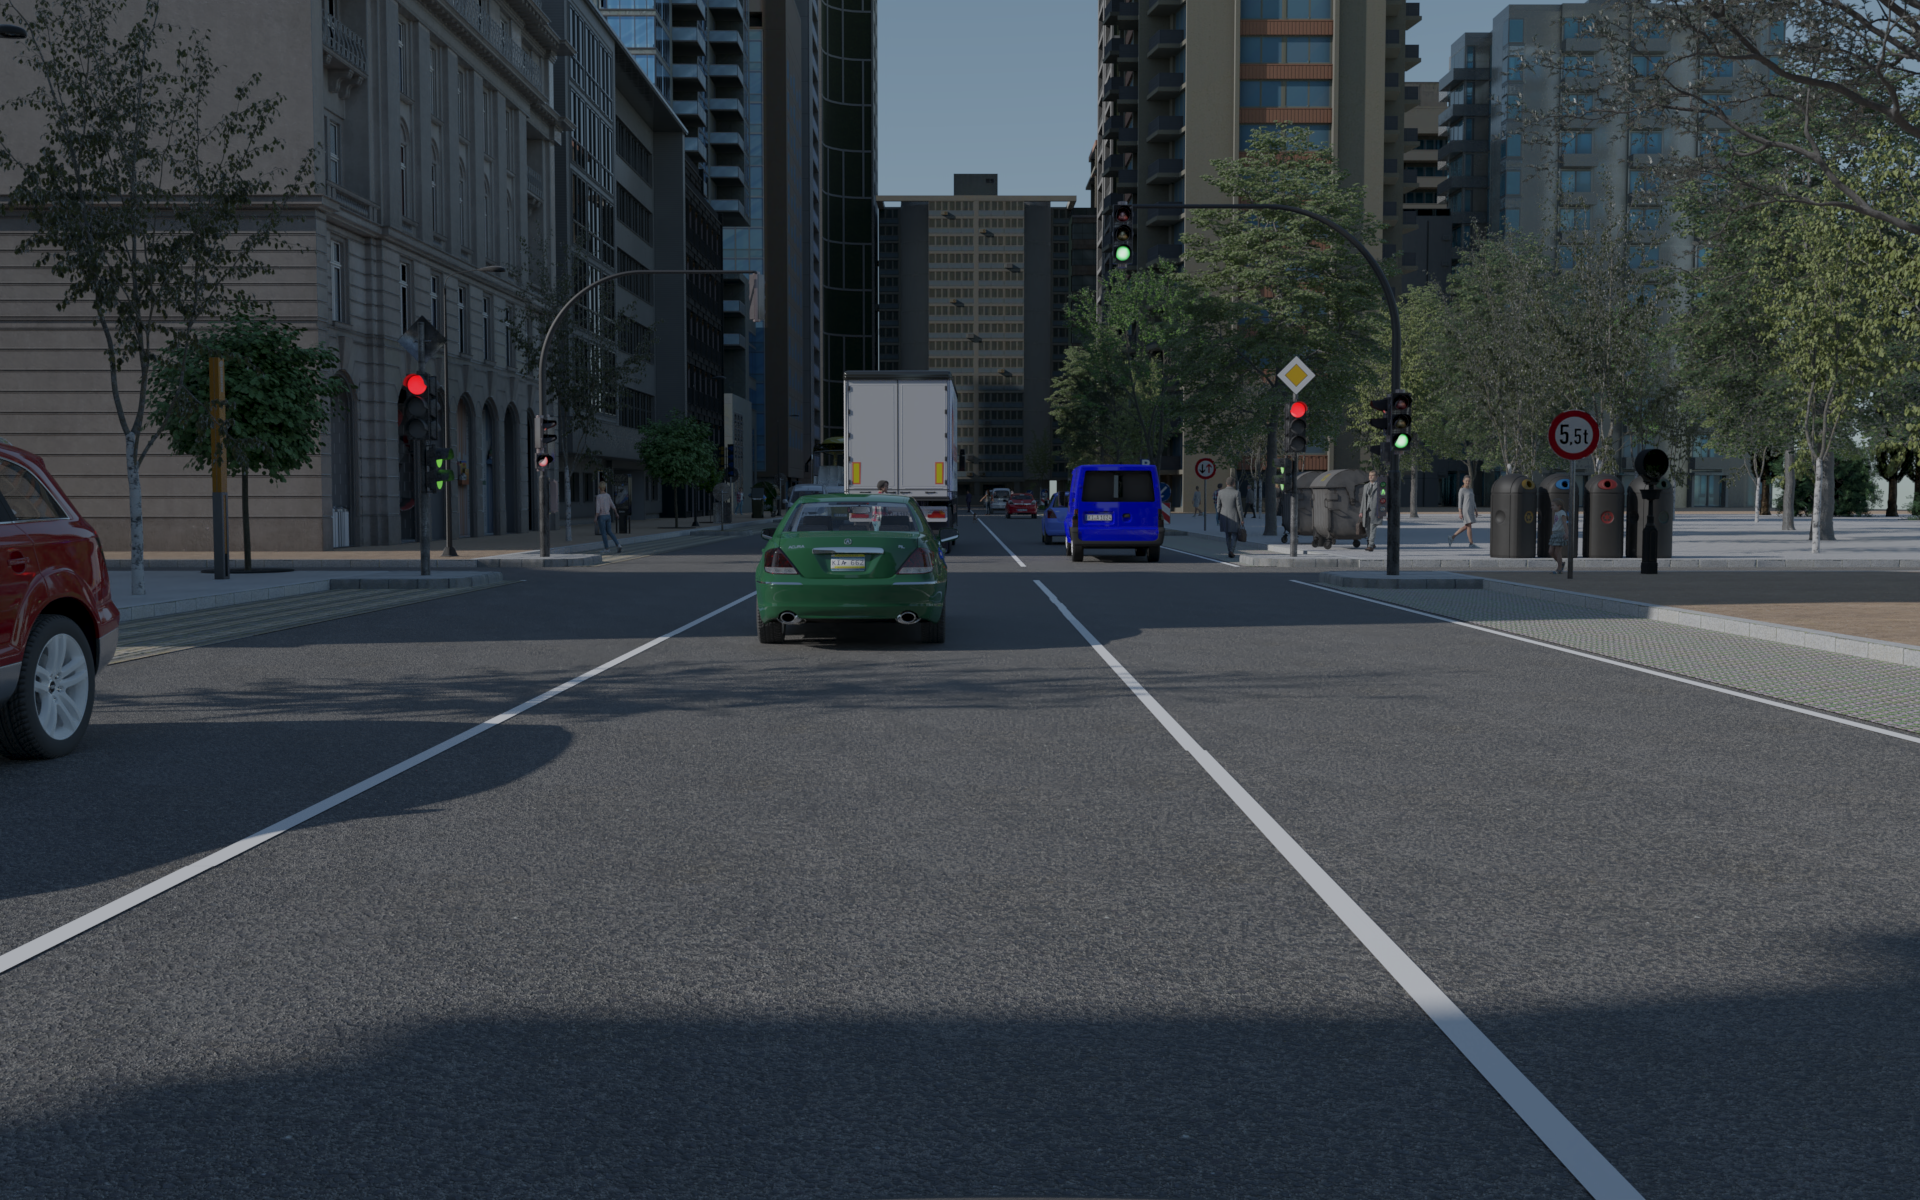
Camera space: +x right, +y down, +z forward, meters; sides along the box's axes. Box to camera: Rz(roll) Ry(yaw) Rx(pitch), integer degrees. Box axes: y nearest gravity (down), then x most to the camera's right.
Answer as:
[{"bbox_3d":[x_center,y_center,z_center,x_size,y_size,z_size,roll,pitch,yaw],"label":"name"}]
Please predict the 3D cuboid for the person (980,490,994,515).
[{"bbox_3d":[1.849,-6.592,117.002,1.217,1.735,0.721,-3,5,-42],"label":"person"}]

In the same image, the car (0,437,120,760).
[{"bbox_3d":[-5.859,0.048,7.888,2.281,1.827,5.304,0,4,-1],"label":"car"}]

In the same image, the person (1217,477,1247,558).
[{"bbox_3d":[6.098,-1.845,38.773,0.694,1.812,0.767,2,4,34],"label":"person"}]

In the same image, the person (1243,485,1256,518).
[{"bbox_3d":[15.373,-5.253,92.321,0.834,1.777,0.661,1,4,21],"label":"person"}]

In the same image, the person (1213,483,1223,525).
[{"bbox_3d":[10.569,-3.898,70.612,0.563,1.720,0.643,2,4,34],"label":"person"}]

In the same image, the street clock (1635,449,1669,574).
[{"bbox_3d":[11.071,-1.419,27.764,0.471,2.002,0.358,-1,4,-11],"label":"street clock"}]

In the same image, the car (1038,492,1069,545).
[{"bbox_3d":[3.240,-2.481,50.155,1.945,1.707,3.694,0,4,1],"label":"car"}]

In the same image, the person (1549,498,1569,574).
[{"bbox_3d":[9.633,-1.016,27.673,0.382,1.210,0.505,0,4,-5],"label":"person"}]

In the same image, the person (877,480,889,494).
[{"bbox_3d":[-1.692,-1.626,35.928,0.643,1.720,0.563,-1,4,-16],"label":"person"}]

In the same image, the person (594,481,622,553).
[{"bbox_3d":[-8.481,-2.009,42.024,0.598,1.740,0.731,1,4,18],"label":"person"}]

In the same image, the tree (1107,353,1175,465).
[{"bbox_3d":[9.654,-8.608,91.101,4.737,8.622,4.395,0,3,0],"label":"tree"}]

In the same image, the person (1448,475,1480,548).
[{"bbox_3d":[12.014,-2.107,41.239,0.760,1.731,0.466,1,4,21],"label":"person"}]

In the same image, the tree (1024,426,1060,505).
[{"bbox_3d":[8.767,-14.551,188.274,4.737,8.622,4.395,0,3,0],"label":"tree"}]

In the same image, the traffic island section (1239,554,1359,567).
[{"bbox_3d":[6.846,-0.804,35.426,2.009,0.180,2.903,0,4,0],"label":"traffic island section"}]

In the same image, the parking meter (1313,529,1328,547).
[{"bbox_3d":[8.795,-2.066,42.184,0.372,1.533,0.369,0,3,0],"label":"parking meter"}]

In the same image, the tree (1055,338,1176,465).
[{"bbox_3d":[9.054,-10.224,101.567,7.601,10.594,8.767,0,4,-1],"label":"tree"}]

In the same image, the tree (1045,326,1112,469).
[{"bbox_3d":[9.468,-12.055,115.231,7.486,12.596,7.792,0,3,0],"label":"tree"}]

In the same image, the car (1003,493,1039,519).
[{"bbox_3d":[3.605,-5.705,102.321,2.155,1.783,4.494,0,3,0],"label":"car"}]

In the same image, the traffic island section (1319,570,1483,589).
[{"bbox_3d":[6.868,-0.316,27.441,2.009,0.180,2.903,0,4,0],"label":"traffic island section"}]

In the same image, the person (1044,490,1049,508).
[{"bbox_3d":[6.263,-7.229,127.488,0.721,1.735,1.217,0,4,7],"label":"person"}]

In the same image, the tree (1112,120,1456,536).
[{"bbox_3d":[10.003,-8.253,53.056,7.486,12.596,7.792,0,3,0],"label":"tree"}]

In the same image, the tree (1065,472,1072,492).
[{"bbox_3d":[9.490,-8.883,139.841,1.663,3.219,1.824,0,3,0],"label":"tree"}]

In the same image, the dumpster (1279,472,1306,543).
[{"bbox_3d":[8.959,-2.361,44.364,1.264,1.857,1.865,0,3,0],"label":"dumpster"}]

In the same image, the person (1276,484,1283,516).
[{"bbox_3d":[12.925,-3.810,68.548,1.509,1.804,0.699,3,4,37],"label":"person"}]

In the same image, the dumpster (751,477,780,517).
[{"bbox_3d":[-10.762,-5.692,95.555,1.502,2.255,1.985,0,3,0],"label":"dumpster"}]

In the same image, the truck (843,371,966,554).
[{"bbox_3d":[-1.331,-3.428,44.960,2.839,4.237,11.283,0,4,1],"label":"truck"}]

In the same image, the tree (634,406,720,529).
[{"bbox_3d":[-10.602,-4.972,65.009,4.285,4.588,4.351,0,3,0],"label":"tree"}]

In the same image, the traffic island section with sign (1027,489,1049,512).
[{"bbox_3d":[6.580,-7.863,137.180,1.989,1.847,2.006,0,4,0],"label":"traffic island section with sign"}]

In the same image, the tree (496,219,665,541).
[{"bbox_3d":[-10.484,-5.913,47.045,4.360,8.622,3.978,0,3,0],"label":"tree"}]

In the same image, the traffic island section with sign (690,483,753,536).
[{"bbox_3d":[-8.233,-3.142,60.000,1.989,1.847,2.006,0,4,0],"label":"traffic island section with sign"}]

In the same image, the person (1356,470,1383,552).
[{"bbox_3d":[9.197,-1.996,38.785,0.767,1.812,0.694,-3,5,-45],"label":"person"}]

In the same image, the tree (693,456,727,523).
[{"bbox_3d":[-11.165,-5.011,76.524,1.663,3.219,1.824,0,3,0],"label":"tree"}]

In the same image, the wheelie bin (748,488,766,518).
[{"bbox_3d":[-10.695,-5.106,91.398,0.980,1.594,0.693,0,4,-1],"label":"wheelie bin"}]

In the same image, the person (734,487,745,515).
[{"bbox_3d":[-13.544,-6.095,106.531,0.643,1.720,0.563,3,4,38],"label":"person"}]

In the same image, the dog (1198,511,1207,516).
[{"bbox_3d":[14.346,-5.173,102.319,0.748,0.427,0.550,-1,4,-8],"label":"dog"}]

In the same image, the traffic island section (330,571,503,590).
[{"bbox_3d":[-8.473,-0.313,27.403,2.009,0.180,2.903,0,4,0],"label":"traffic island section"}]

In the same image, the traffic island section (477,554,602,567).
[{"bbox_3d":[-8.495,-0.802,35.388,2.009,0.180,2.903,0,4,0],"label":"traffic island section"}]

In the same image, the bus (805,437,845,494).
[{"bbox_3d":[-4.917,-5.279,77.854,2.896,3.916,12.252,0,4,1],"label":"bus"}]

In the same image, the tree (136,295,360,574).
[{"bbox_3d":[-11.678,-2.739,28.494,4.285,4.588,4.351,0,3,0],"label":"tree"}]

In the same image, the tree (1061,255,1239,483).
[{"bbox_3d":[8.652,-9.252,77.034,9.928,11.665,9.643,0,3,0],"label":"tree"}]

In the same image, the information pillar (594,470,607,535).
[{"bbox_3d":[-11.194,-3.025,53.955,0.304,2.012,0.304,-3,4,-38],"label":"information pillar"}]

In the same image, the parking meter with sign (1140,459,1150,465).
[{"bbox_3d":[9.174,-5.547,86.949,0.543,3.016,1.738,0,4,-3],"label":"parking meter with sign"}]

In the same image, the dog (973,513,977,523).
[{"bbox_3d":[0.745,-4.082,86.030,0.406,0.507,0.540,-3,4,-37],"label":"dog"}]

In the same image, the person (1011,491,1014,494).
[{"bbox_3d":[5.075,-9.665,167.192,0.621,1.740,0.551,0,4,2],"label":"person"}]

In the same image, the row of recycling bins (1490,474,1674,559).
[{"bbox_3d":[12.470,-1.696,34.836,3.534,1.692,1.069,0,4,2],"label":"row of recycling bins"}]

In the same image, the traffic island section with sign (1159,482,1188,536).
[{"bbox_3d":[6.776,-3.144,60.025,1.989,1.847,2.006,0,4,0],"label":"traffic island section with sign"}]

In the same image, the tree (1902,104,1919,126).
[{"bbox_3d":[14.272,-4.498,23.906,4.737,8.622,4.395,0,3,0],"label":"tree"}]

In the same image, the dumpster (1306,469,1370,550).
[{"bbox_3d":[9.003,-2.134,40.653,1.264,1.857,1.865,0,4,0],"label":"dumpster"}]

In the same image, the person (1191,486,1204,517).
[{"bbox_3d":[13.190,-5.456,95.991,0.760,1.731,0.466,1,4,22],"label":"person"}]

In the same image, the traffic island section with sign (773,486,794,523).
[{"bbox_3d":[-8.314,-4.791,86.955,1.989,1.847,2.006,0,4,0],"label":"traffic island section with sign"}]

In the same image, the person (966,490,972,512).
[{"bbox_3d":[0.684,-7.689,135.130,0.541,1.710,0.530,-2,4,-30],"label":"person"}]

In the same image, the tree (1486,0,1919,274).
[{"bbox_3d":[10.065,-6.455,15.910,12.009,13.543,11.850,0,3,0],"label":"tree"}]

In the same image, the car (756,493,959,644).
[{"bbox_3d":[-1.062,-0.382,18.044,2.131,1.459,4.920,0,4,-1],"label":"car"}]
